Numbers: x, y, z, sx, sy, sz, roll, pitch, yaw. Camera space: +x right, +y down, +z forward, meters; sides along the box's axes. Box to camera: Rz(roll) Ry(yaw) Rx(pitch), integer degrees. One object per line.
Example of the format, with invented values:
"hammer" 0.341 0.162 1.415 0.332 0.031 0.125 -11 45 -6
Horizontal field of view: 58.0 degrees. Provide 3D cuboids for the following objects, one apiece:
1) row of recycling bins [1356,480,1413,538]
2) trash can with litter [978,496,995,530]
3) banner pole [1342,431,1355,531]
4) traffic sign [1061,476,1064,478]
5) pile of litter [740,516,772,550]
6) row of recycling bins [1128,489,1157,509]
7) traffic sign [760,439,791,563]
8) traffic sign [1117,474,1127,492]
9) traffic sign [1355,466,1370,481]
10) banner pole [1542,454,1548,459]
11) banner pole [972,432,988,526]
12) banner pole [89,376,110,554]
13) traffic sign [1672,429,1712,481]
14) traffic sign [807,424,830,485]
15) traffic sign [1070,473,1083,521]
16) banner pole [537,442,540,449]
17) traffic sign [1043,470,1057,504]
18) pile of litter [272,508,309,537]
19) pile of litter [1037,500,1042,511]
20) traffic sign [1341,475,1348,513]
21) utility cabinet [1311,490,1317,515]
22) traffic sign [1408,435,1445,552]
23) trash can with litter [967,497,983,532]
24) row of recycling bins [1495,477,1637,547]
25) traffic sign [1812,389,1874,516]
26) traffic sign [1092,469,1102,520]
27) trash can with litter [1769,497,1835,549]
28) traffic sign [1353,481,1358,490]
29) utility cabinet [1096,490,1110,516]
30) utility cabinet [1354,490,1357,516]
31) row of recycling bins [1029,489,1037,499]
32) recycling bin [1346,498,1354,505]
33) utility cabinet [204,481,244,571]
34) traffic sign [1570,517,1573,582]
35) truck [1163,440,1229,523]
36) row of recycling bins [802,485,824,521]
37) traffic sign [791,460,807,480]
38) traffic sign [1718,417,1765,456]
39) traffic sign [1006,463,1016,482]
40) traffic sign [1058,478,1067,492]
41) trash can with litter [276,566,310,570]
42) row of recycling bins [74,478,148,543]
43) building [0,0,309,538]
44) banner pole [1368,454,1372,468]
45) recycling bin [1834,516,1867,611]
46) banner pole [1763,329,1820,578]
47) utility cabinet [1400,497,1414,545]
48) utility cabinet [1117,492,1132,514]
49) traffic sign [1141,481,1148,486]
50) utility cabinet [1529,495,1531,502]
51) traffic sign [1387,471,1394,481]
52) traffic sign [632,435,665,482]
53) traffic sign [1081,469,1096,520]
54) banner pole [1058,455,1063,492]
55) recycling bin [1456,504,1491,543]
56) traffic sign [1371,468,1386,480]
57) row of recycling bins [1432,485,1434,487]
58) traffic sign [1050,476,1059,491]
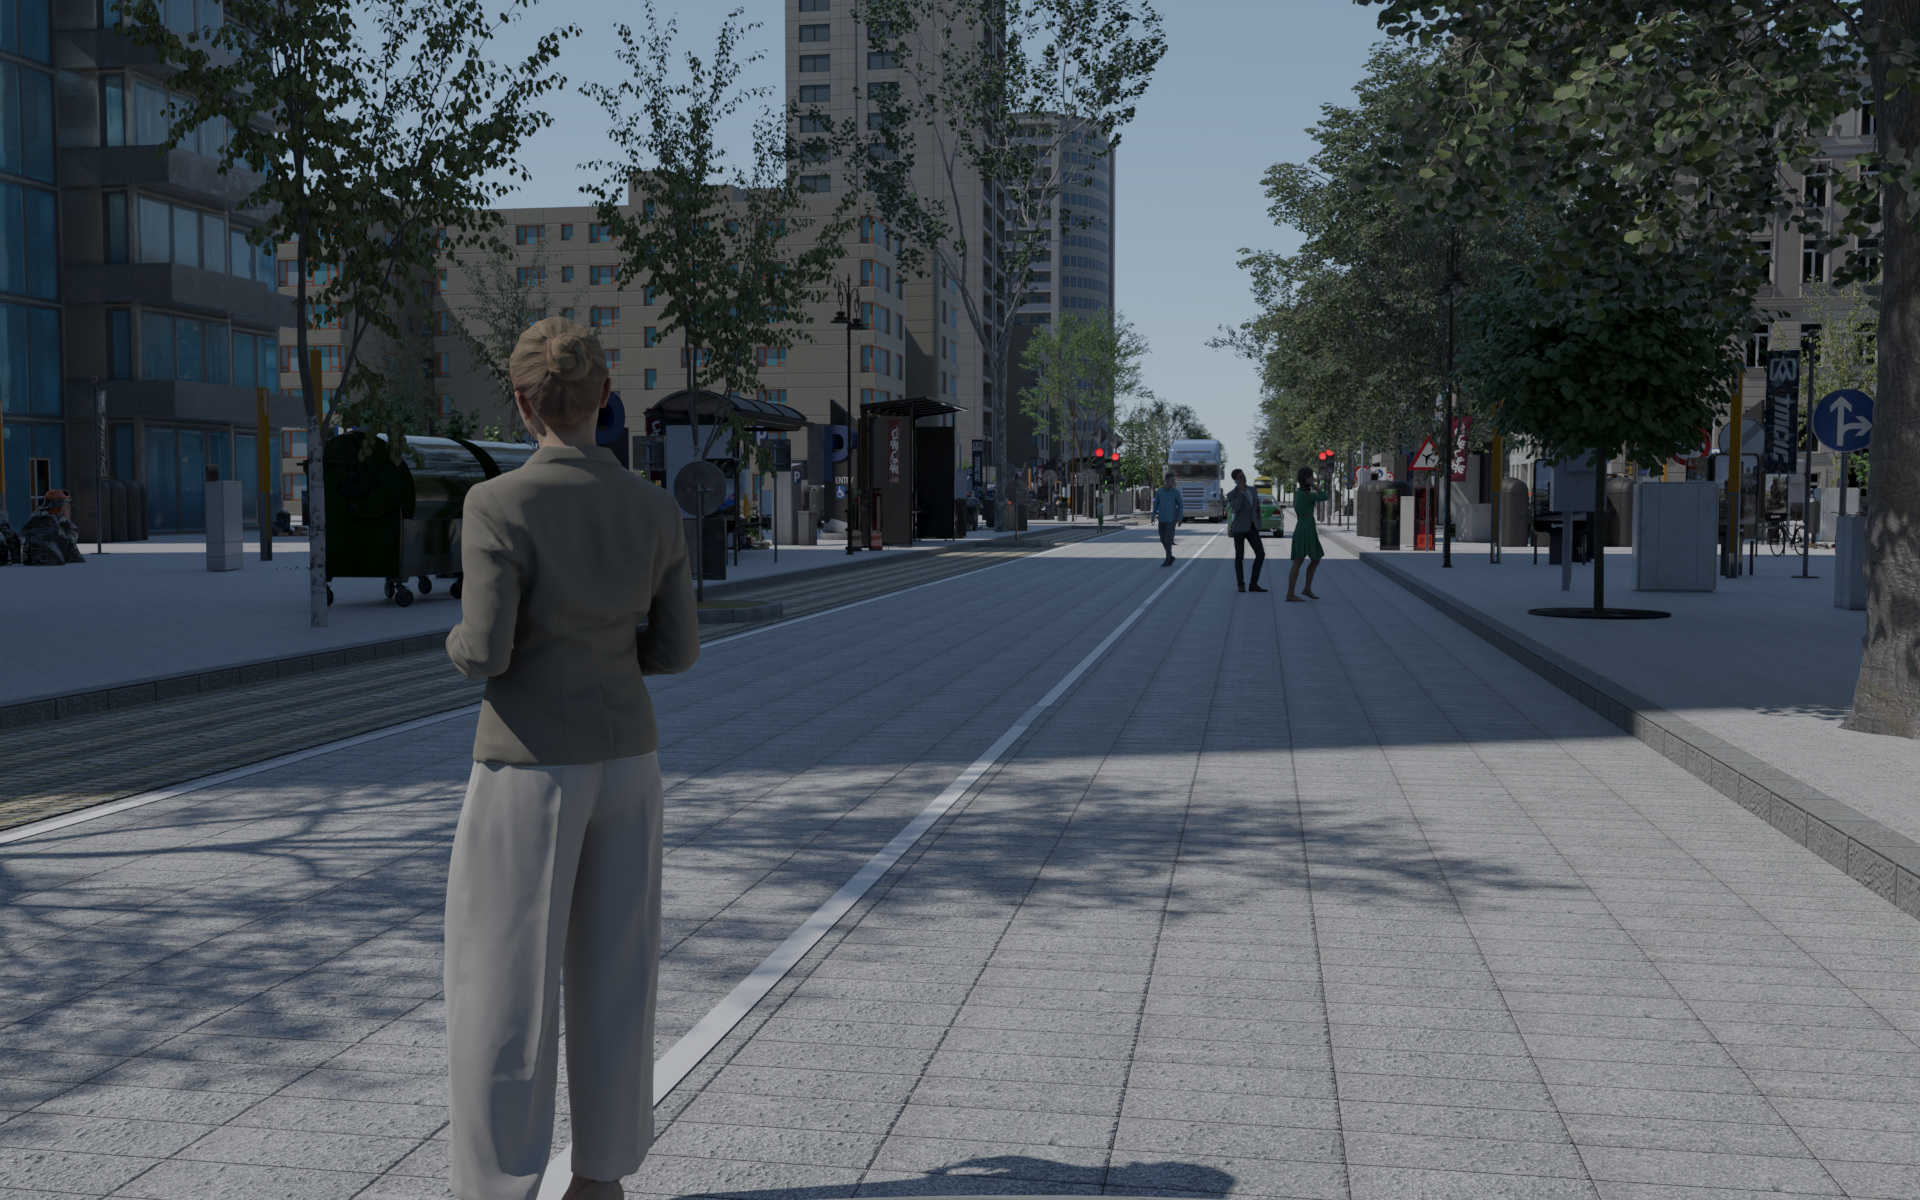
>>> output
"row of recycling bins" 12.512 -2.691 51.106 1.069 1.692 3.534 0 4 -3
"trash can with litter" 0.653 -3.113 61.947 2.233 1.210 1.678 0 4 1
"banner pole" 13.629 -4.302 60.356 0.401 3.779 0.863 2 4 31
"traffic sign" 6.794 -7.196 117.764 0.768 2.556 0.104 1 4 11
"pile of litter" -4.975 -1.619 40.433 1.176 0.858 1.719 0 4 2
"row of recycling bins" 15.306 -8.454 145.338 1.069 1.692 3.534 3 5 43
"traffic sign" -3.435 -1.843 32.258 0.606 2.300 0.079 1 4 14
"traffic sign" 10.212 -6.714 109.877 0.768 2.556 0.104 1 4 18
"traffic sign" 17.877 -4.702 76.986 0.768 2.556 0.104 1 4 19
"banner pole" 13.175 -2.959 38.404 0.863 3.779 0.401 -2 4 -29
"banner pole" 0.852 -4.869 69.630 0.863 3.779 0.401 -1 4 -19
"banner pole" -18.192 -2.854 36.674 0.863 3.779 0.401 3 5 45
"traffic sign" 13.197 -1.915 31.424 0.768 2.556 0.104 1 4 11
"traffic sign" -3.327 -3.433 50.000 2.265 3.308 0.079 1 4 13
"traffic sign" 5.606 -4.977 83.501 0.606 2.300 0.079 1 4 19
"banner pole" -17.682 -4.988 71.568 0.863 3.779 0.401 1 4 13
"traffic sign" 4.684 -5.542 90.713 0.768 2.556 0.104 1 4 15
"pile of litter" -20.435 -2.383 52.927 1.176 0.858 1.719 2 4 33
"pile of litter" 5.303 -6.412 118.796 1.719 0.858 1.176 -1 4 -12
"traffic sign" 25.249 -6.958 113.866 0.768 2.556 0.104 1 4 18
"utility cabinet" 21.844 -5.945 105.883 0.318 1.500 1.173 -3 4 -38
"traffic sign" 10.372 -2.348 38.399 0.884 2.594 0.081 1 4 12
"trash can with litter" 0.384 -2.952 59.654 0.624 1.170 1.055 1 4 15
"row of recycling bins" 14.753 -2.139 42.090 3.534 1.692 1.069 0 4 1
"traffic sign" 10.748 -1.283 21.078 0.768 2.556 0.104 1 4 14
"traffic sign" 6.779 -5.327 87.200 0.768 2.556 0.104 1 4 12
"trash can with litter" 20.165 -1.835 41.066 1.678 1.210 2.233 1 4 22
"traffic sign" 33.350 -8.958 146.561 0.768 2.556 0.104 1 4 18
"utility cabinet" 8.217 -5.577 99.863 0.318 1.500 1.173 2 4 31
"utility cabinet" 22.967 -5.482 98.311 1.173 1.500 0.318 1 4 20
"row of recycling bins" 5.911 -7.866 135.716 3.534 1.692 1.069 -2 4 -27
"recycling bin" 24.793 -5.920 109.341 0.722 1.027 0.722 0 4 0
"utility cabinet" -12.364 -1.248 29.081 0.318 1.500 1.173 -1 4 -9
"traffic sign" 8.914 -1.541 25.298 0.768 2.556 0.104 1 4 14
"truck" 12.729 -6.215 91.372 2.967 4.110 18.799 1 4 10
"row of recycling bins" -7.656 -4.635 82.890 3.534 1.692 1.069 3 5 44
"traffic sign" -4.769 -3.015 51.424 0.606 2.300 0.079 1 4 15
"traffic sign" 13.023 -1.760 28.885 0.768 2.556 0.104 1 4 16
"traffic sign" 1.887 -4.314 70.638 0.768 2.556 0.104 1 4 14
"traffic sign" 6.405 -6.545 109.145 0.606 2.300 0.079 1 4 12
"trash can with litter" -10.495 -1.122 29.398 1.678 1.210 2.233 -3 5 -40
"row of recycling bins" -22.792 -2.418 46.653 1.069 1.692 3.534 0 4 -6
"building" -38.460 -26.540 53.532 30.456 49.044 23.786 1 4 10
"banner pole" 25.794 -7.303 109.416 0.863 3.779 0.401 -2 4 -33
"recycling bin" 10.238 -0.414 19.319 0.722 1.027 0.722 1 4 13
"banner pole" 12.727 -2.231 26.488 0.863 3.779 0.401 1 4 18
"utility cabinet" 11.394 -2.001 43.882 1.020 1.237 0.306 3 5 41
"utility cabinet" 10.294 -6.130 108.911 1.173 1.500 0.318 -2 4 -35
"traffic sign" 15.630 -8.997 147.202 0.768 2.556 0.104 1 4 19
"utility cabinet" 26.852 -4.282 81.169 1.020 1.237 0.306 0 4 1
"traffic sign" 23.981 -5.932 97.086 0.768 2.556 0.104 1 4 18
"traffic sign" -5.446 -1.723 30.302 0.606 2.300 0.079 1 4 14
"traffic sign" 6.368 -5.270 86.264 0.768 2.556 0.104 1 4 10
"banner pole" 6.488 -7.438 111.632 0.401 3.779 0.863 2 4 28
"recycling bin" 13.668 -2.046 46.008 0.722 1.027 0.722 -1 4 -17
"traffic sign" 15.982 -3.918 66.187 0.606 2.300 0.079 1 4 16
"row of recycling bins" 17.586 -3.660 66.961 3.534 1.692 1.069 0 4 1
"traffic sign" 5.794 -6.623 108.390 0.768 2.556 0.104 1 4 19
